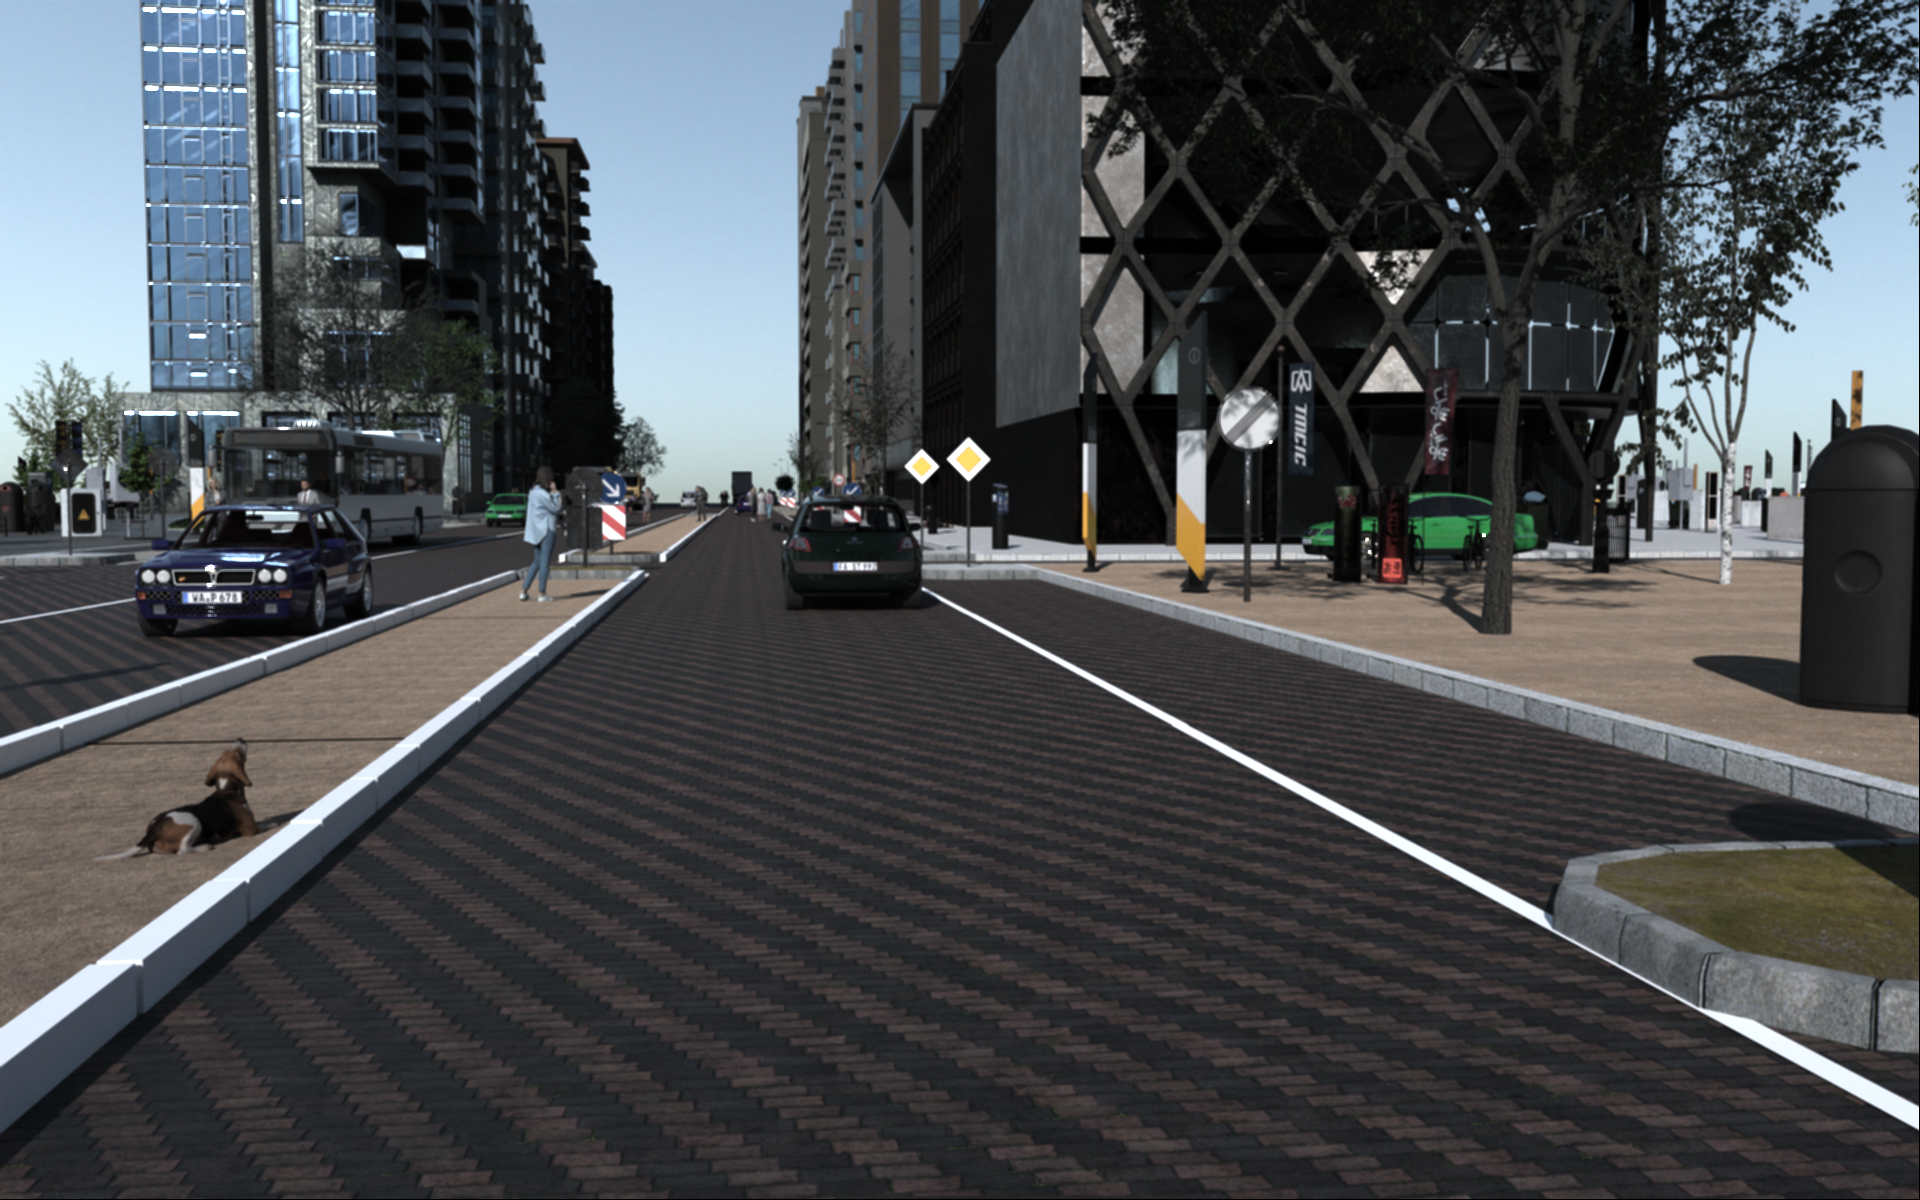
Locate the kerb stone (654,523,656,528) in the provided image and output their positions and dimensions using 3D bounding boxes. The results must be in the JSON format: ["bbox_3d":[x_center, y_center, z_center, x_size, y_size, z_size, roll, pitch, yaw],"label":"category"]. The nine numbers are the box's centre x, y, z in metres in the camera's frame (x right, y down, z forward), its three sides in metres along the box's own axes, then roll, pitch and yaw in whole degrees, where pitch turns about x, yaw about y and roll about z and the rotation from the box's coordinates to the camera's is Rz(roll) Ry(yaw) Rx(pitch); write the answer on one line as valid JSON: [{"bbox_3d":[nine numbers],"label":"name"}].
[{"bbox_3d":[-12.787,-3.024,71.669,0.120,0.150,1.000,0,4,-7],"label":"kerb stone"}]

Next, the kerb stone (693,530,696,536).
[{"bbox_3d":[-8.792,-2.108,56.655,0.120,0.150,1.000,0,4,-7],"label":"kerb stone"}]

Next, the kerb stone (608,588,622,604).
[{"bbox_3d":[-4.541,-0.024,22.582,0.120,0.150,1.000,0,4,-7],"label":"kerb stone"}]

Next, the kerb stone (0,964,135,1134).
[{"bbox_3d":[-2.255,1.099,4.243,0.120,0.150,1.000,0,4,-7],"label":"kerb stone"}]

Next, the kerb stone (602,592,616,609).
[{"bbox_3d":[-4.409,0.039,21.564,0.120,0.150,1.000,0,4,-7],"label":"kerb stone"}]

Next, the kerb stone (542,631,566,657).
[{"bbox_3d":[-3.649,0.412,15.454,0.120,0.150,1.000,0,4,-7],"label":"kerb stone"}]

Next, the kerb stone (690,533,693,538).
[{"bbox_3d":[-8.414,-1.921,53.611,0.120,0.150,1.000,0,4,-7],"label":"kerb stone"}]

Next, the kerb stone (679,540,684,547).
[{"bbox_3d":[-7.394,-1.418,45.474,0.120,0.150,1.000,0,4,-7],"label":"kerb stone"}]

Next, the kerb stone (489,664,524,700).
[{"bbox_3d":[-3.269,0.601,12.400,0.120,0.150,1.000,0,4,-7],"label":"kerb stone"}]

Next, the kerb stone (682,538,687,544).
[{"bbox_3d":[-7.646,-1.548,47.502,0.120,0.150,1.000,0,4,-7],"label":"kerb stone"}]

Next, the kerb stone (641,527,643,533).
[{"bbox_3d":[-11.641,-2.467,62.523,0.120,0.150,1.000,0,4,-7],"label":"kerb stone"}]

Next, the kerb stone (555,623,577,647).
[{"bbox_3d":[-3.780,0.354,16.471,0.120,0.150,1.000,0,4,-7],"label":"kerb stone"}]

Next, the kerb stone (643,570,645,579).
[{"bbox_3d":[-5.309,-0.397,28.682,0.120,0.150,1.000,0,4,-7],"label":"kerb stone"}]

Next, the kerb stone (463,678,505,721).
[{"bbox_3d":[-3.140,0.661,11.386,0.120,0.150,1.000,0,4,-7],"label":"kerb stone"}]

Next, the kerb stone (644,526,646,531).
[{"bbox_3d":[-11.900,-2.591,64.552,0.120,0.150,1.000,0,4,-7],"label":"kerb stone"}]

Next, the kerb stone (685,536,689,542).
[{"bbox_3d":[-7.908,-1.672,49.538,0.120,0.150,1.000,0,4,-7],"label":"kerb stone"}]

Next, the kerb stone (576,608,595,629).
[{"bbox_3d":[-4.035,0.226,18.521,0.120,0.150,1.000,0,4,-7],"label":"kerb stone"}]

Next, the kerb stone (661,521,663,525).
[{"bbox_3d":[-13.556,-3.400,77.782,0.120,0.150,1.000,0,4,-7],"label":"kerb stone"}]

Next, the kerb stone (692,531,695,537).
[{"bbox_3d":[-8.665,-2.046,55.641,0.120,0.150,1.000,0,4,-7],"label":"kerb stone"}]

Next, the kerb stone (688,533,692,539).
[{"bbox_3d":[-8.293,-1.859,52.584,0.120,0.150,1.000,0,4,-7],"label":"kerb stone"}]

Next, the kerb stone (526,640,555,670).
[{"bbox_3d":[-3.517,0.475,14.437,0.120,0.150,1.000,0,4,-7],"label":"kerb stone"}]

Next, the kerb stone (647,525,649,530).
[{"bbox_3d":[-12.155,-2.714,66.587,0.120,0.150,1.000,0,4,-7],"label":"kerb stone"}]

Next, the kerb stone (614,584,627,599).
[{"bbox_3d":[-4.662,-0.086,23.598,0.120,0.150,1.000,0,4,-7],"label":"kerb stone"}]

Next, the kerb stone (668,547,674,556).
[{"bbox_3d":[-6.637,-1.048,39.367,0.120,0.150,1.000,0,4,-7],"label":"kerb stone"}]

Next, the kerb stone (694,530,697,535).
[{"bbox_3d":[-8.919,-2.170,57.672,0.120,0.150,1.000,0,4,-7],"label":"kerb stone"}]

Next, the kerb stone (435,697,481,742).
[{"bbox_3d":[-3.018,0.728,10.365,0.120,0.150,1.000,0,4,-7],"label":"kerb stone"}]

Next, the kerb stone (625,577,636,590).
[{"bbox_3d":[-4.919,-0.210,25.634,0.120,0.150,1.000,0,4,-7],"label":"kerb stone"}]

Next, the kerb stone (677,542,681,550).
[{"bbox_3d":[-7.145,-1.300,43.445,0.120,0.150,1.000,0,4,-7],"label":"kerb stone"}]

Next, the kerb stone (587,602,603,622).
[{"bbox_3d":[-4.156,0.163,19.536,0.120,0.150,1.000,0,4,-7],"label":"kerb stone"}]

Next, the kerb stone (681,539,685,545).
[{"bbox_3d":[-7.526,-1.484,46.487,0.120,0.150,1.000,0,4,-7],"label":"kerb stone"}]

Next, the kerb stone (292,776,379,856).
[{"bbox_3d":[-2.631,0.911,7.305,0.120,0.150,1.000,0,4,-7],"label":"kerb stone"}]

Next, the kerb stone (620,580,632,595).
[{"bbox_3d":[-4.792,-0.148,24.619,0.120,0.150,1.000,0,4,-7],"label":"kerb stone"}]

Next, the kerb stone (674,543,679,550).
[{"bbox_3d":[-7.029,-1.233,42.427,0.120,0.150,1.000,0,4,-7],"label":"kerb stone"}]

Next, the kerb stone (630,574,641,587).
[{"bbox_3d":[-5.044,-0.268,26.655,0.120,0.150,1.000,0,4,-7],"label":"kerb stone"}]

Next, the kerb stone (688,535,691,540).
[{"bbox_3d":[-8.162,-1.788,51.571,0.120,0.150,1.000,0,4,-7],"label":"kerb stone"}]

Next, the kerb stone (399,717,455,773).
[{"bbox_3d":[-2.885,0.786,9.347,0.120,0.150,1.000,0,4,-7],"label":"kerb stone"}]

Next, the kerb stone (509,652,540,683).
[{"bbox_3d":[-3.399,0.545,13.422,0.120,0.150,1.000,0,4,-7],"label":"kerb stone"}]

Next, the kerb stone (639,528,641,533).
[{"bbox_3d":[-11.516,-2.404,61.501,0.120,0.150,1.000,0,4,-7],"label":"kerb stone"}]

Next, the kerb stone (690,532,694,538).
[{"bbox_3d":[-8.547,-1.980,54.625,0.120,0.150,1.000,0,4,-7],"label":"kerb stone"}]

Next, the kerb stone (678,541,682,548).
[{"bbox_3d":[-7.269,-1.361,44.459,0.120,0.150,1.000,0,4,-7],"label":"kerb stone"}]

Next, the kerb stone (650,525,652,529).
[{"bbox_3d":[-12.407,-2.839,68.619,0.120,0.150,1.000,0,4,-7],"label":"kerb stone"}]

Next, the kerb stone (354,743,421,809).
[{"bbox_3d":[-2.759,0.849,8.331,0.120,0.150,1.000,0,4,-7],"label":"kerb stone"}]

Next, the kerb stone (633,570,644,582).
[{"bbox_3d":[-5.175,-0.335,27.669,0.120,0.150,1.000,0,4,-7],"label":"kerb stone"}]

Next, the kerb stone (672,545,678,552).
[{"bbox_3d":[-6.894,-1.172,41.408,0.120,0.150,1.000,0,4,-7],"label":"kerb stone"}]

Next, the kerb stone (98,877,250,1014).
[{"bbox_3d":[-2.371,1.036,5.259,0.120,0.150,1.000,0,4,-7],"label":"kerb stone"}]

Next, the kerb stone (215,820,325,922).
[{"bbox_3d":[-2.496,0.977,6.279,0.120,0.150,1.000,0,4,-7],"label":"kerb stone"}]

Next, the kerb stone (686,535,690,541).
[{"bbox_3d":[-8.038,-1.735,50.556,0.120,0.150,1.000,0,4,-7],"label":"kerb stone"}]

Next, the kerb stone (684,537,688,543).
[{"bbox_3d":[-7.781,-1.607,48.515,0.120,0.150,1.000,0,4,-7],"label":"kerb stone"}]

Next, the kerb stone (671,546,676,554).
[{"bbox_3d":[-6.761,-1.110,40.388,0.120,0.150,1.000,0,4,-7],"label":"kerb stone"}]

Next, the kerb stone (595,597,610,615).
[{"bbox_3d":[-4.284,0.102,20.550,0.120,0.150,1.000,0,4,-7],"label":"kerb stone"}]

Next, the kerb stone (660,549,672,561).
[{"bbox_3d":[-6.505,-0.988,38.350,0.120,0.150,1.000,0,4,-7],"label":"kerb stone"}]

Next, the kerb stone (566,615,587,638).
[{"bbox_3d":[-3.901,0.287,17.497,0.120,0.150,1.000,0,4,-7],"label":"kerb stone"}]
